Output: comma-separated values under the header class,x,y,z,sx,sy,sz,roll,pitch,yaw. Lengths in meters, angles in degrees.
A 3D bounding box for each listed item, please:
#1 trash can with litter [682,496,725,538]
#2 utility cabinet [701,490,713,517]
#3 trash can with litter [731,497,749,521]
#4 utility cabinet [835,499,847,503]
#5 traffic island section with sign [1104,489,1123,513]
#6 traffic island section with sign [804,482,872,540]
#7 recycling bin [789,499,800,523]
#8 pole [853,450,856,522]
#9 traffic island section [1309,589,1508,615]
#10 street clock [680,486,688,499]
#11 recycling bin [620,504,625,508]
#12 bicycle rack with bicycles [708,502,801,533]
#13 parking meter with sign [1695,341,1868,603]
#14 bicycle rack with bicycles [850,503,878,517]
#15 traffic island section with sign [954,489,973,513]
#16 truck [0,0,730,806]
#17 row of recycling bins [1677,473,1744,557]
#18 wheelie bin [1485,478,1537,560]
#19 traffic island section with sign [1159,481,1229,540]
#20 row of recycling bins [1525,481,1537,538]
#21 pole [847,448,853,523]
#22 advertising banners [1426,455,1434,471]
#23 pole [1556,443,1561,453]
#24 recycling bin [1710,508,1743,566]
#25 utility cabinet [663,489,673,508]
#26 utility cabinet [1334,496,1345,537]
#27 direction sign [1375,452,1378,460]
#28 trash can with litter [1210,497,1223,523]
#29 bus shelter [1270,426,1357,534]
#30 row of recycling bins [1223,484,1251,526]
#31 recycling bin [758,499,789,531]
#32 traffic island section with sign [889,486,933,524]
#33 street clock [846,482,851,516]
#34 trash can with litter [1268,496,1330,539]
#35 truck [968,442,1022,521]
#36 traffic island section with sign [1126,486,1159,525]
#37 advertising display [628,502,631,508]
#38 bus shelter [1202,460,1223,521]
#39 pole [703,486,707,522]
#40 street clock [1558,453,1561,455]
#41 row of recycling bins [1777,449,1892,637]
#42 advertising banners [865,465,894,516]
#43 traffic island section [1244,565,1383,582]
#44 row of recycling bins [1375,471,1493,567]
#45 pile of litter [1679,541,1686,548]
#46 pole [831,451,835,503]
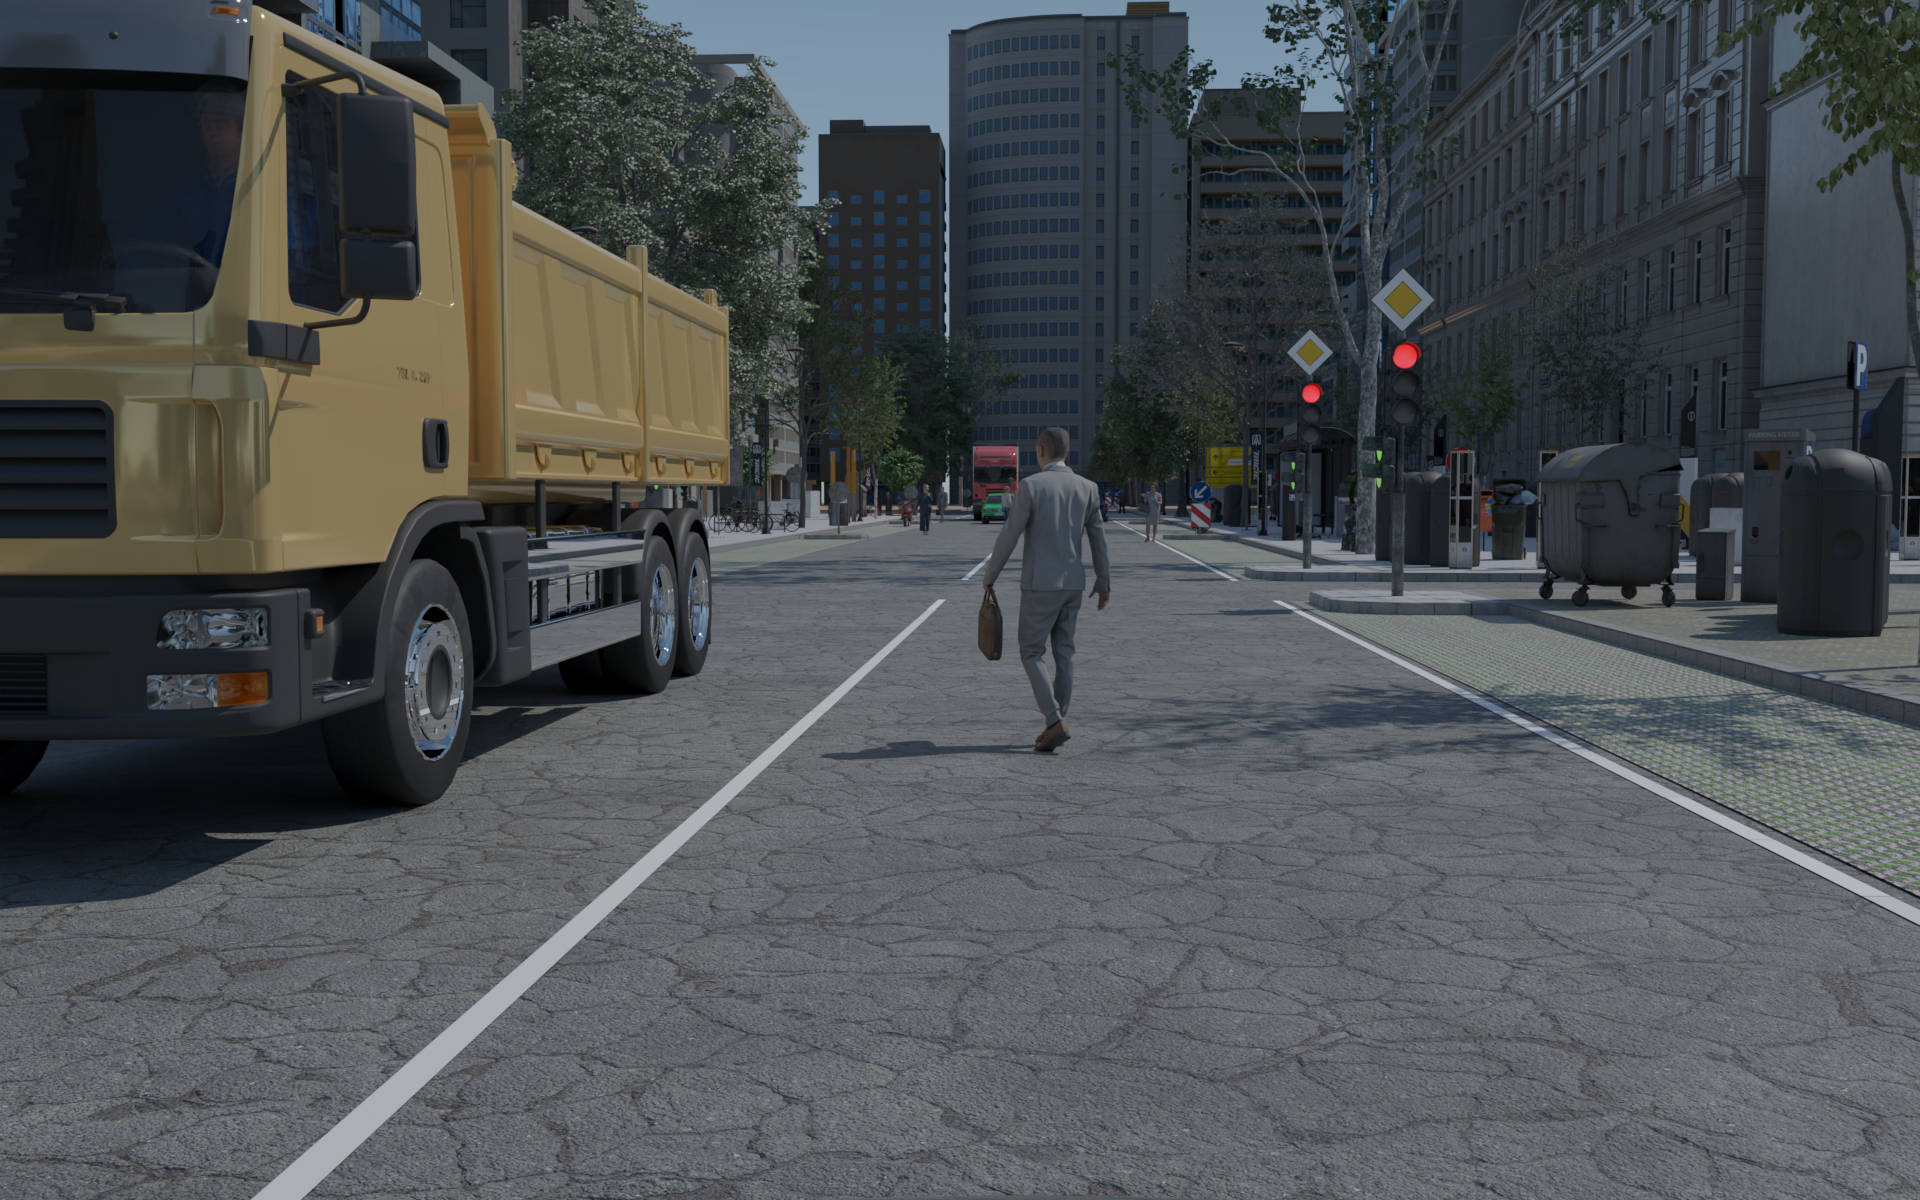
class,x,y,z,sx,sy,sz,roll,pitch,yaw
trash can with litter,-8.123,-2.414,50.529,2.233,1.210,1.678,2,4,28
utility cabinet,-13.972,-5.326,95.765,0.318,1.500,1.173,-2,4,-26
trash can with litter,-9.927,-4.144,79.139,1.055,1.170,0.624,0,4,-5
utility cabinet,-5.947,-4.660,87.357,0.306,1.237,1.020,2,4,32
traffic island section with sign,11.852,-7.514,131.483,1.989,1.847,2.006,0,4,3
traffic island section with sign,-3.844,-2.838,55.034,1.989,1.847,2.006,0,4,3
recycling bin,-7.434,-3.994,77.857,0.722,1.027,0.722,0,4,8
pole,-4.888,-5.250,79.678,0.158,3.312,0.155,0,3,0
traffic island section,5.525,0.030,21.793,2.009,0.180,2.903,0,4,3
street clock,-11.957,-4.312,75.064,0.471,2.002,0.358,-1,4,-15
recycling bin,-8.783,-1.854,42.871,0.722,1.027,0.722,3,4,38
bicycle rack with bicycles,-7.105,-2.718,57.815,2.925,0.926,2.852,1,4,18
parking meter with sign,9.662,-1.480,20.465,1.738,3.016,0.543,3,5,41
bicycle rack with bicycles,-6.053,-5.146,97.524,2.925,0.926,2.852,-1,4,-13
traffic island section with sign,0.605,-7.552,132.101,1.989,1.847,2.006,0,4,3
truck,-3.519,-0.870,10.144,3.469,3.379,9.791,0,4,3
row of recycling bins,15.235,-1.683,34.628,1.069,1.692,3.534,1,4,15
wheelie bin,10.754,-1.586,33.841,0.980,1.594,0.693,1,4,22
traffic island section with sign,7.415,-2.813,54.612,1.989,1.847,2.006,0,4,3
row of recycling bins,17.047,-2.719,51.564,1.069,1.692,3.534,-2,4,-23
pole,-4.932,-5.061,76.597,0.158,3.312,0.155,0,3,0
advertising banners,22.019,-5.047,78.711,2.074,3.025,0.090,-1,4,-20
pole,24.089,-4.647,69.823,0.158,3.312,0.155,0,3,0
recycling bin,13.954,-1.136,31.132,0.722,1.027,0.722,3,5,43
utility cabinet,-12.438,-3.844,71.533,1.173,1.500,0.318,2,4,24
utility cabinet,11.629,-2.454,51.283,1.020,1.237,0.306,0,4,-3
direction sign,20.448,-5.723,85.563,0.379,3.537,0.876,-1,4,-11
trash can with litter,11.665,-4.038,77.413,1.055,1.170,0.624,2,4,23
bus shelter,11.091,-3.697,54.374,2.014,3.302,5.546,0,4,3
row of recycling bins,11.492,-3.968,71.996,1.069,1.692,3.534,1,4,15
recycling bin,-6.661,-2.983,61.328,0.722,1.027,0.722,-3,5,-41
traffic island section with sign,-2.284,-4.494,82.104,1.989,1.847,2.006,0,4,3
street clock,-6.412,-5.840,100.048,0.358,2.002,0.471,-2,4,-30
trash can with litter,9.857,-2.373,49.859,1.678,1.210,2.233,0,4,-1
truck,1.998,-6.555,96.091,2.839,4.237,11.283,0,4,2
traffic island section with sign,8.985,-4.468,81.678,1.989,1.847,2.006,0,4,3
advertising display,-17.320,-5.213,90.447,0.974,1.923,0.123,0,4,5
bus shelter,12.506,-5.315,80.816,2.014,3.302,5.546,0,4,3
pole,-11.924,-5.326,80.916,0.158,3.312,0.155,0,3,0
street clock,10.562,-1.577,30.352,0.358,2.002,0.471,1,4,18
row of recycling bins,8.621,-0.608,17.052,1.069,1.692,3.534,2,4,26
advertising banners,-4.832,-6.525,102.873,2.074,3.025,0.090,2,4,32
traffic island section,5.984,-0.458,29.765,2.009,0.180,2.903,0,4,3
row of recycling bins,8.565,-1.519,31.950,1.069,1.692,3.534,0,4,-6
pile of litter,17.048,-1.702,41.801,1.176,0.858,1.719,3,4,37
pole,-6.051,-5.420,82.460,0.158,3.312,0.155,0,3,0
